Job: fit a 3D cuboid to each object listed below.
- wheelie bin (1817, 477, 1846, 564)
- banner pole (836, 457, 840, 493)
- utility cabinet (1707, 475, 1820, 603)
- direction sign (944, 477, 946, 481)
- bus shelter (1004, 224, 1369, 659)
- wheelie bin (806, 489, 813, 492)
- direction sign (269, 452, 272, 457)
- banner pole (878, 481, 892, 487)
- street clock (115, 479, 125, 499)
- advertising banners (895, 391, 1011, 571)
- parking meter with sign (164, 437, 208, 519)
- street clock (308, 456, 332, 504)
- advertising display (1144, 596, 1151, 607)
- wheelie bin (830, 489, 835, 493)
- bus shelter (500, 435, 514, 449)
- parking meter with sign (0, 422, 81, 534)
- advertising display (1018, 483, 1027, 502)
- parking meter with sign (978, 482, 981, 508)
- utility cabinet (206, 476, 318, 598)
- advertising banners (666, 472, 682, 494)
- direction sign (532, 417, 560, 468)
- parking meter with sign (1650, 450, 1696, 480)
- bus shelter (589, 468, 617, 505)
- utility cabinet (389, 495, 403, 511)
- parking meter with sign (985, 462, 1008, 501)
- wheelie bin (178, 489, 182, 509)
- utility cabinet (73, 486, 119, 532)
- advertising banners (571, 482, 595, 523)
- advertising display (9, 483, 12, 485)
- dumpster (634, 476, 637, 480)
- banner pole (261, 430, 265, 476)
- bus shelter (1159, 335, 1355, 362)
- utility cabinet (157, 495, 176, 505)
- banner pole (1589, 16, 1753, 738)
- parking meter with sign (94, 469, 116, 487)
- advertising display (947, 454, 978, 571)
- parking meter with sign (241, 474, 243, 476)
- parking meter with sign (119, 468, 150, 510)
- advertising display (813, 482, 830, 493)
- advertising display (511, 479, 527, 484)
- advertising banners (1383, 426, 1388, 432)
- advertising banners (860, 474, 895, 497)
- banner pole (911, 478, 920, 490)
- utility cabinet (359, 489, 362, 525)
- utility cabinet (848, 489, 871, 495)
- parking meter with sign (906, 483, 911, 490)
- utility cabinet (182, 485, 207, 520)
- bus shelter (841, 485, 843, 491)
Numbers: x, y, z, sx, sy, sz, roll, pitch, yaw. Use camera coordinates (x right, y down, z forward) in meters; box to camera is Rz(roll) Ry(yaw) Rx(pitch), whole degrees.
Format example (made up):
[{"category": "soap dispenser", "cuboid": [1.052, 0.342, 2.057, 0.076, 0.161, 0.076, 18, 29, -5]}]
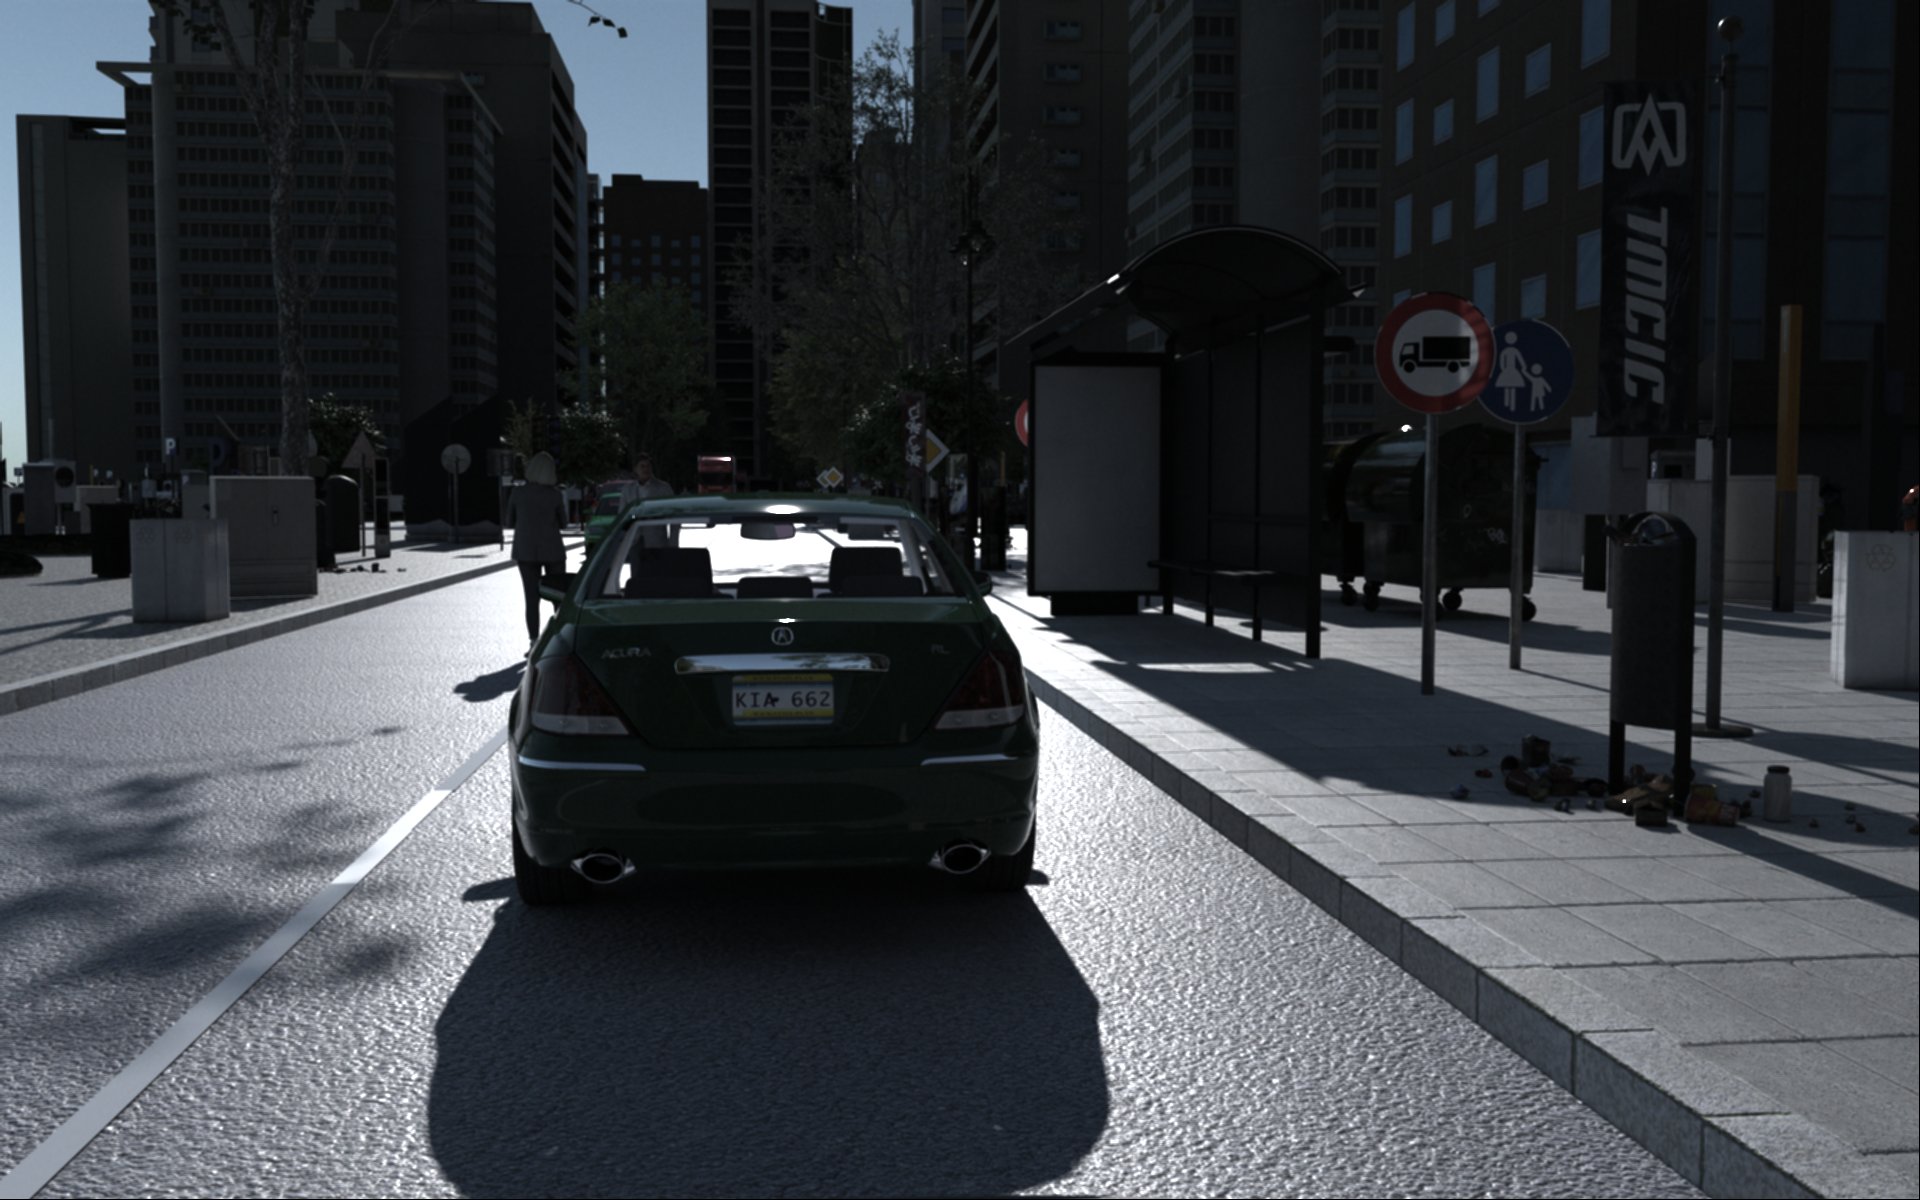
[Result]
[{"category": "wheelie bin", "cuboid": [15.960, -1.473, 31.992, 0.693, 1.594, 0.980, 1, 4, 17]}, {"category": "banner pole", "cuboid": [-7.197, -6.863, 102.230, 0.401, 3.779, 0.863, 1, 4, 14]}, {"category": "utility cabinet", "cuboid": [9.487, -0.723, 20.504, 1.173, 1.500, 0.318, 3, 5, 41]}, {"category": "direction sign", "cuboid": [-1.030, -6.707, 101.649, 0.876, 3.537, 0.379, 0, 4, 2]}, {"category": "bus shelter", "cuboid": [1.775, -1.337, 15.776, 2.014, 3.302, 5.546, 0, 4, -6]}, {"category": "wheelie bin", "cuboid": [-10.230, -6.770, 118.599, 0.980, 1.594, 0.693, -1, 4, -14]}, {"category": "direction sign", "cuboid": [-37.003, -6.180, 93.042, 0.379, 3.537, 0.876, -1, 4, -16]}, {"category": "banner pole", "cuboid": [-3.215, -5.007, 71.889, 0.863, 3.779, 0.401, 1, 4, 20]}, {"category": "street clock", "cuboid": [-40.131, -4.786, 82.821, 0.471, 2.002, 0.358, 2, 4, 34]}, {"category": "advertising banners", "cuboid": [-0.106, -2.017, 29.165, 2.074, 3.025, 0.090, 2, 4, 25]}, {"category": "parking meter with sign", "cuboid": [-23.931, -3.545, 54.216, 0.543, 3.016, 1.738, 2, 4, 27]}, {"category": "street clock", "cuboid": [-12.245, -1.743, 33.071, 0.471, 2.002, 0.358, 0, 4, 4]}, {"category": "advertising display", "cuboid": [1.715, -0.889, 19.752, 0.974, 1.923, 0.123, 0, 4, 5]}, {"category": "wheelie bin", "cuboid": [-8.527, -6.411, 112.720, 0.980, 1.594, 0.693, 3, 5, 40]}, {"category": "bus shelter", "cuboid": [-14.886, -3.575, 52.381, 2.014, 3.302, 5.546, 0, 4, -6]}, {"category": "parking meter with sign", "cuboid": [-22.471, -2.815, 42.285, 1.738, 3.016, 0.543, -2, 4, -29]}, {"category": "advertising display", "cuboid": [3.827, -5.803, 100.087, 0.974, 1.923, 0.123, -1, 4, -21]}, {"category": "parking meter with sign", "cuboid": [0.949, -6.960, 110.049, 1.738, 3.016, 0.543, -2, 4, -24]}, {"category": "utility cabinet", "cuboid": [-8.566, -0.774, 21.326, 1.173, 1.500, 0.318, -3, 4, -37]}, {"category": "advertising banners", "cuboid": [-22.657, -8.677, 138.050, 0.090, 3.025, 2.074, 3, 4, 38]}, {"category": "direction sign", "cuboid": [-12.164, -3.607, 50.969, 0.876, 3.537, 0.379, 1, 4, 13]}, {"category": "parking meter with sign", "cuboid": [12.388, -2.070, 30.114, 1.738, 3.016, 0.543, 0, 4, 6]}, {"category": "bus shelter", "cuboid": [-19.747, -7.035, 92.661, 2.179, 5.291, 8.768, 0, 4, -6]}, {"category": "utility cabinet", "cuboid": [-33.493, -5.589, 102.548, 1.020, 1.237, 0.306, -3, 5, -44]}, {"category": "parking meter with sign", "cuboid": [2.168, -5.881, 92.414, 1.738, 3.016, 0.543, 1, 4, 17]}, {"category": "wheelie bin", "cuboid": [-52.260, -6.641, 116.492, 0.980, 1.594, 0.693, 1, 4, 11]}, {"category": "utility cabinet", "cuboid": [-23.508, -2.355, 47.177, 0.318, 1.500, 1.173, 2, 4, 26]}, {"category": "advertising banners", "cuboid": [-16.819, -4.867, 75.770, 2.074, 3.025, 0.090, -2, 4, -34]}, {"category": "advertising display", "cuboid": [-54.689, -5.772, 99.593, 0.123, 1.923, 0.974, -3, 5, -44]}, {"category": "dumpster", "cuboid": [-17.504, -5.577, 93.674, 1.502, 2.255, 1.985, 0, 4, -7]}, {"category": "banner pole", "cuboid": [-27.353, -4.775, 68.095, 0.401, 3.779, 0.863, -1, 4, -19]}, {"category": "bus shelter", "cuboid": [3.709, -3.029, 27.160, 2.179, 5.291, 8.768, 0, 4, -7]}, {"category": "utility cabinet", "cuboid": [-49.817, -5.968, 108.740, 1.020, 1.237, 0.306, 0, 4, 3]}, {"category": "banner pole", "cuboid": [3.815, -1.175, 9.234, 0.863, 3.779, 0.401, 1, 4, 12]}, {"category": "parking meter with sign", "cuboid": [-60.631, -7.735, 122.732, 0.543, 3.016, 1.738, 1, 4, 12]}, {"category": "advertising display", "cuboid": [0.039, -1.394, 28.003, 0.123, 1.923, 0.974, -2, 4, -24]}, {"category": "parking meter with sign", "cuboid": [-51.927, -8.013, 127.269, 1.738, 3.016, 0.543, 0, 4, -5]}, {"category": "parking meter with sign", "cuboid": [-55.464, -7.352, 116.463, 1.738, 3.016, 0.543, -3, 5, -45]}, {"category": "advertising display", "cuboid": [-7.372, -5.332, 92.399, 0.974, 1.923, 0.123, 2, 4, 26]}, {"category": "advertising display", "cuboid": [-19.025, -4.252, 74.740, 0.123, 1.923, 0.974, 1, 4, 22]}, {"category": "advertising banners", "cuboid": [10.971, -3.015, 45.487, 0.090, 3.025, 2.074, 0, 4, 2]}, {"category": "advertising banners", "cuboid": [-2.561, -3.909, 60.104, 2.074, 3.025, 0.090, 0, 4, 1]}, {"category": "banner pole", "cuboid": [-3.111, -7.902, 119.213, 0.863, 3.779, 0.401, -2, 4, -28]}, {"category": "utility cabinet", "cuboid": [-24.894, -3.776, 70.411, 1.173, 1.500, 0.318, -2, 4, -24]}, {"category": "utility cabinet", "cuboid": [-4.776, -4.438, 81.234, 1.173, 1.500, 0.318, -2, 4, -34]}, {"category": "parking meter with sign", "cuboid": [-4.156, -8.054, 127.939, 1.738, 3.016, 0.543, -2, 4, -24]}, {"category": "utility cabinet", "cuboid": [-18.837, -2.125, 43.417, 1.173, 1.500, 0.318, -1, 4, -20]}, {"category": "bus shelter", "cuboid": [-9.081, -8.912, 139.626, 2.014, 3.302, 5.546, 0, 4, -7]}]
